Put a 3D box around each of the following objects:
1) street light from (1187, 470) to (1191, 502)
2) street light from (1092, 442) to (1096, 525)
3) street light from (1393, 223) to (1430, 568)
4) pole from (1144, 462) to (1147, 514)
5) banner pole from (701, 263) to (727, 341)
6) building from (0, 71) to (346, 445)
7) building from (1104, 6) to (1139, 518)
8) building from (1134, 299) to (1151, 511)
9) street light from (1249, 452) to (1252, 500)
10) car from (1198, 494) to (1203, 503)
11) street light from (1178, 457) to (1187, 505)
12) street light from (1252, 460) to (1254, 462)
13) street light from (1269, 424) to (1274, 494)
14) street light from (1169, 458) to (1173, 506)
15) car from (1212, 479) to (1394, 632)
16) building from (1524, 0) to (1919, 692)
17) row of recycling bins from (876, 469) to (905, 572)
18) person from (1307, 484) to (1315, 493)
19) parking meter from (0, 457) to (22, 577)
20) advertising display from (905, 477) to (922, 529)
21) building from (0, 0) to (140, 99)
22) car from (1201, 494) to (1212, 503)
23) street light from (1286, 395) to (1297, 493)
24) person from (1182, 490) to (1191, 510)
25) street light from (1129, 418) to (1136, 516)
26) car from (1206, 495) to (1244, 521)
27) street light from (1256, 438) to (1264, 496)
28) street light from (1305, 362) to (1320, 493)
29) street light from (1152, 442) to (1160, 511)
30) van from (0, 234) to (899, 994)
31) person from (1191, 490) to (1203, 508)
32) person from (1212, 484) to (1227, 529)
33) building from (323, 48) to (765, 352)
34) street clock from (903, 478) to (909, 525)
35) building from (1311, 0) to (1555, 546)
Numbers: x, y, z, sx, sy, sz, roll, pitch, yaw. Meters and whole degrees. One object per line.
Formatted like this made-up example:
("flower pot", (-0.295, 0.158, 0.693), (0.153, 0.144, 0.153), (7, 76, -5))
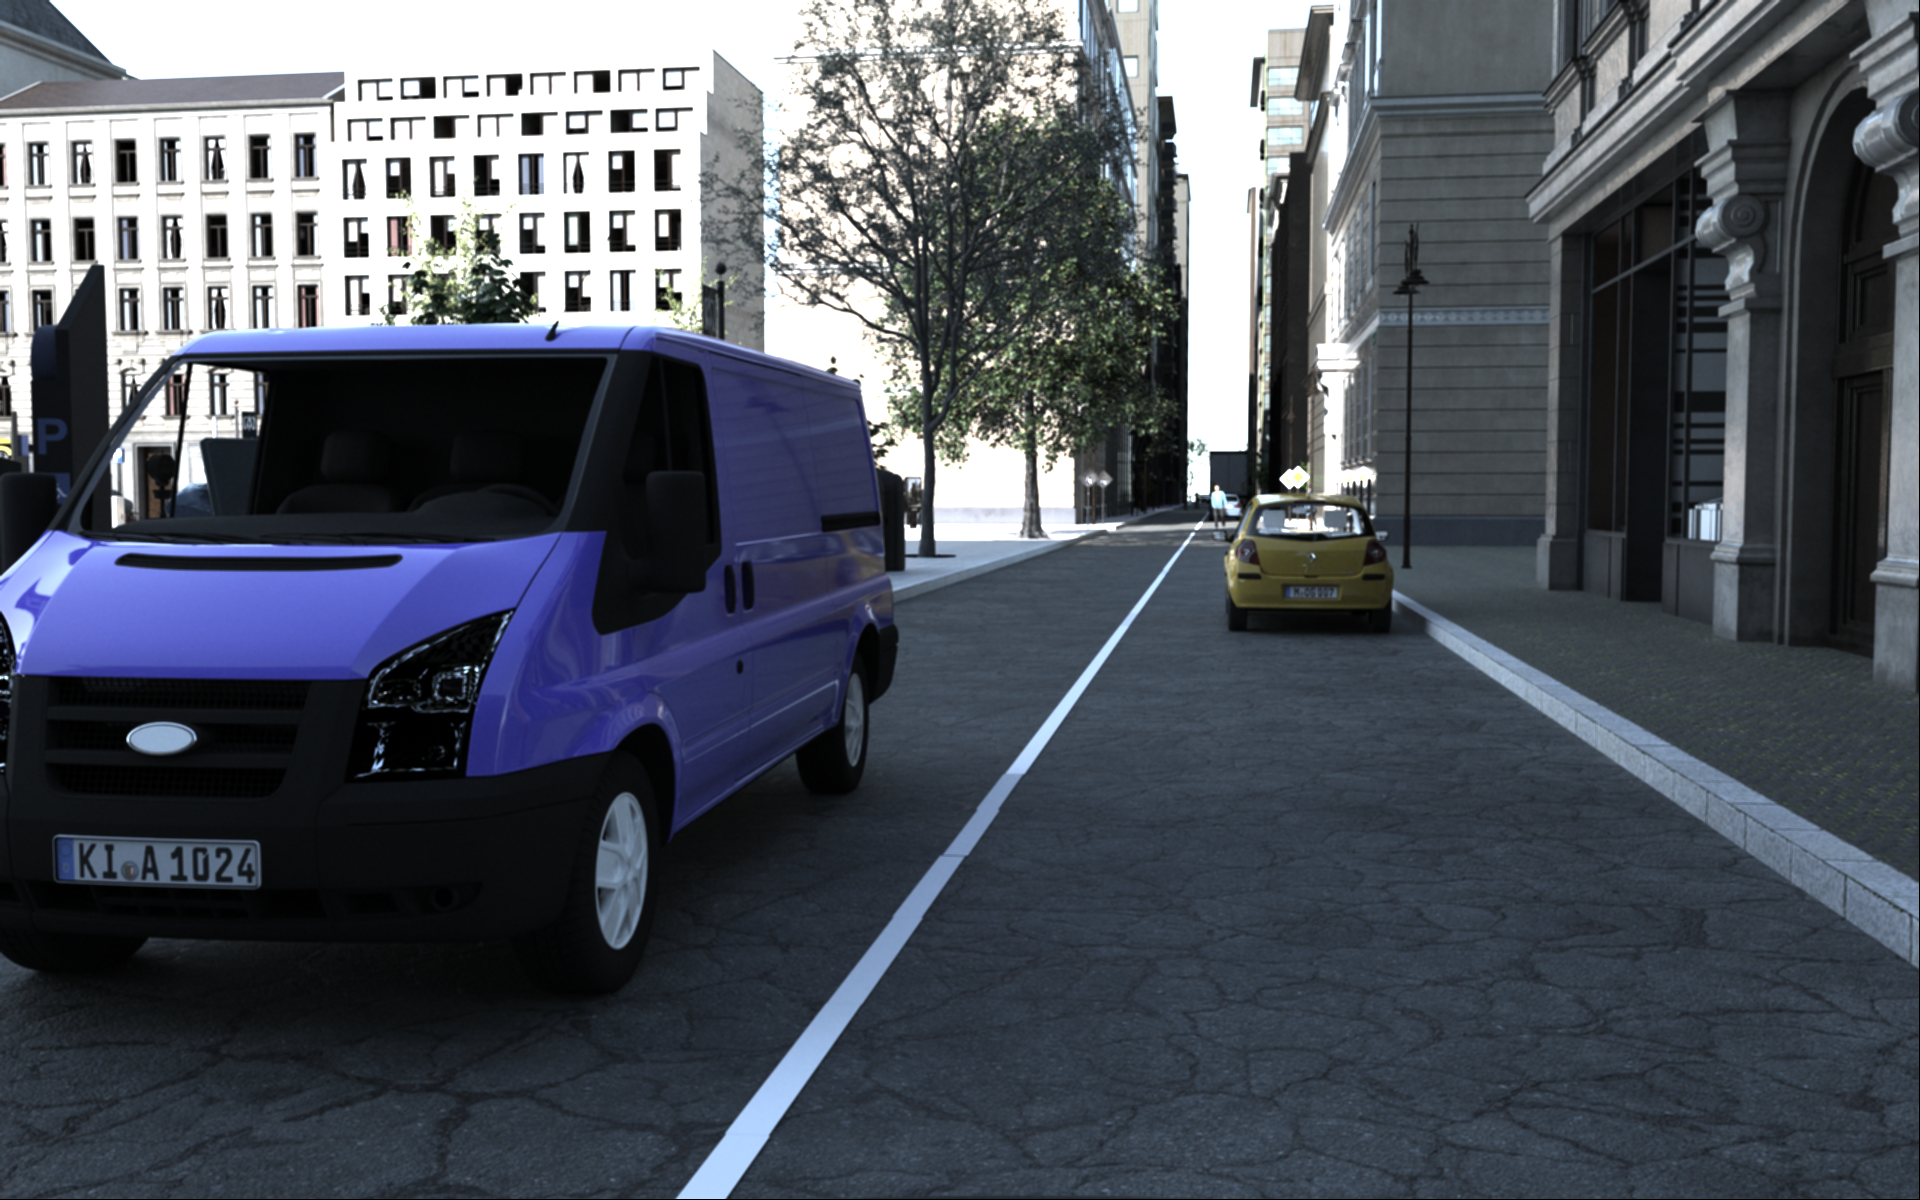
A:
("street light", (34.096, -17.605, 260.635), (0.468, 5.910, 1.993), (1, 4, 9))
("street light", (5.589, -6.079, 72.174), (0.468, 5.910, 1.993), (1, 4, 9))
("street light", (7.730, -3.488, 29.810), (0.468, 5.910, 1.993), (1, 4, 9))
("pole", (11.934, -7.205, 111.644), (0.158, 3.312, 0.155), (0, 3, 0))
("banner pole", (-2.630, -1.749, 18.615), (0.401, 3.779, 0.863), (1, 4, 10))
("building", (-35.677, -14.261, 82.324), (18.267, 20.994, 9.793), (1, 4, 9))
("building", (4.562, -20.080, 105.802), (11.434, 29.767, 29.804), (1, 4, 9))
("building", (5.785, -16.026, 129.481), (16.820, 18.784, 16.811), (1, 4, 9))
("street light", (31.679, -13.190, 188.439), (0.468, 5.910, 1.993), (1, 4, 9))
("car", (39.375, -16.393, 279.821), (2.131, 1.459, 4.920), (0, 4, 8))
("street light", (29.476, -15.703, 229.537), (0.468, 5.910, 1.993), (1, 4, 9))
("street light", (27.014, -11.274, 157.123), (0.468, 5.910, 1.993), (1, 4, 9))
("street light", (20.254, -8.531, 112.275), (0.468, 5.910, 1.993), (1, 4, 9))
("street light", (21.817, -12.629, 179.264), (0.468, 5.910, 1.993), (1, 4, 9))
("car", (3.846, -0.566, 19.482), (2.015, 1.641, 3.980), (1, 4, 8))
("building", (12.162, -10.425, 21.366), (10.553, 20.767, 40.483), (1, 4, 9))
("row of recycling bins", (-1.928, -1.263, 27.767), (1.069, 1.692, 3.534), (2, 4, 28))
("person", (13.164, -3.451, 64.955), (0.581, 1.822, 0.654), (-1, 4, -20))
("parking meter", (-14.836, -1.303, 27.012), (0.255, 1.863, 0.399), (2, 4, 32))
("advertising display", (-1.727, -3.598, 64.041), (0.123, 1.923, 0.974), (2, 4, 32))
("building", (-56.645, -18.386, 87.998), (23.554, 28.519, 14.401), (1, 4, 9))
("car", (37.715, -15.465, 264.653), (2.131, 1.459, 4.920), (0, 4, 7))
("street light", (15.450, -6.613, 80.910), (0.468, 5.910, 1.993), (1, 4, 9))
("person", (20.227, -8.962, 155.034), (0.705, 1.824, 1.348), (-2, 4, -29))
("street light", (10.271, -7.980, 103.262), (0.468, 5.910, 1.993), (1, 4, 9))
("car", (14.206, -4.936, 92.704), (2.014, 1.417, 4.499), (0, 4, 7))
("street light", (24.961, -10.443, 143.533), (0.468, 5.910, 1.993), (1, 4, 9))
("street light", (12.393, -5.389, 60.901), (0.468, 5.910, 1.993), (1, 4, 9))
("street light", (15.058, -9.897, 134.600), (0.468, 5.910, 1.993), (1, 4, 9))
("van", (-1.634, -0.150, 6.840), (2.240, 2.365, 5.245), (0, 4, 8))
("person", (23.586, -10.029, 172.465), (1.348, 1.826, 0.705), (1, 4, 13))
("person", (10.539, -3.780, 70.318), (0.660, 1.820, 0.620), (2, 4, 25))
("building", (-18.408, -13.721, 79.087), (16.860, 20.320, 10.420), (1, 4, 9))
("street clock", (-2.103, -4.107, 71.718), (0.358, 2.002, 0.471), (-3, 5, -44))
("building", (17.845, -16.205, 50.853), (13.634, 28.700, 20.117), (1, 4, 9))
